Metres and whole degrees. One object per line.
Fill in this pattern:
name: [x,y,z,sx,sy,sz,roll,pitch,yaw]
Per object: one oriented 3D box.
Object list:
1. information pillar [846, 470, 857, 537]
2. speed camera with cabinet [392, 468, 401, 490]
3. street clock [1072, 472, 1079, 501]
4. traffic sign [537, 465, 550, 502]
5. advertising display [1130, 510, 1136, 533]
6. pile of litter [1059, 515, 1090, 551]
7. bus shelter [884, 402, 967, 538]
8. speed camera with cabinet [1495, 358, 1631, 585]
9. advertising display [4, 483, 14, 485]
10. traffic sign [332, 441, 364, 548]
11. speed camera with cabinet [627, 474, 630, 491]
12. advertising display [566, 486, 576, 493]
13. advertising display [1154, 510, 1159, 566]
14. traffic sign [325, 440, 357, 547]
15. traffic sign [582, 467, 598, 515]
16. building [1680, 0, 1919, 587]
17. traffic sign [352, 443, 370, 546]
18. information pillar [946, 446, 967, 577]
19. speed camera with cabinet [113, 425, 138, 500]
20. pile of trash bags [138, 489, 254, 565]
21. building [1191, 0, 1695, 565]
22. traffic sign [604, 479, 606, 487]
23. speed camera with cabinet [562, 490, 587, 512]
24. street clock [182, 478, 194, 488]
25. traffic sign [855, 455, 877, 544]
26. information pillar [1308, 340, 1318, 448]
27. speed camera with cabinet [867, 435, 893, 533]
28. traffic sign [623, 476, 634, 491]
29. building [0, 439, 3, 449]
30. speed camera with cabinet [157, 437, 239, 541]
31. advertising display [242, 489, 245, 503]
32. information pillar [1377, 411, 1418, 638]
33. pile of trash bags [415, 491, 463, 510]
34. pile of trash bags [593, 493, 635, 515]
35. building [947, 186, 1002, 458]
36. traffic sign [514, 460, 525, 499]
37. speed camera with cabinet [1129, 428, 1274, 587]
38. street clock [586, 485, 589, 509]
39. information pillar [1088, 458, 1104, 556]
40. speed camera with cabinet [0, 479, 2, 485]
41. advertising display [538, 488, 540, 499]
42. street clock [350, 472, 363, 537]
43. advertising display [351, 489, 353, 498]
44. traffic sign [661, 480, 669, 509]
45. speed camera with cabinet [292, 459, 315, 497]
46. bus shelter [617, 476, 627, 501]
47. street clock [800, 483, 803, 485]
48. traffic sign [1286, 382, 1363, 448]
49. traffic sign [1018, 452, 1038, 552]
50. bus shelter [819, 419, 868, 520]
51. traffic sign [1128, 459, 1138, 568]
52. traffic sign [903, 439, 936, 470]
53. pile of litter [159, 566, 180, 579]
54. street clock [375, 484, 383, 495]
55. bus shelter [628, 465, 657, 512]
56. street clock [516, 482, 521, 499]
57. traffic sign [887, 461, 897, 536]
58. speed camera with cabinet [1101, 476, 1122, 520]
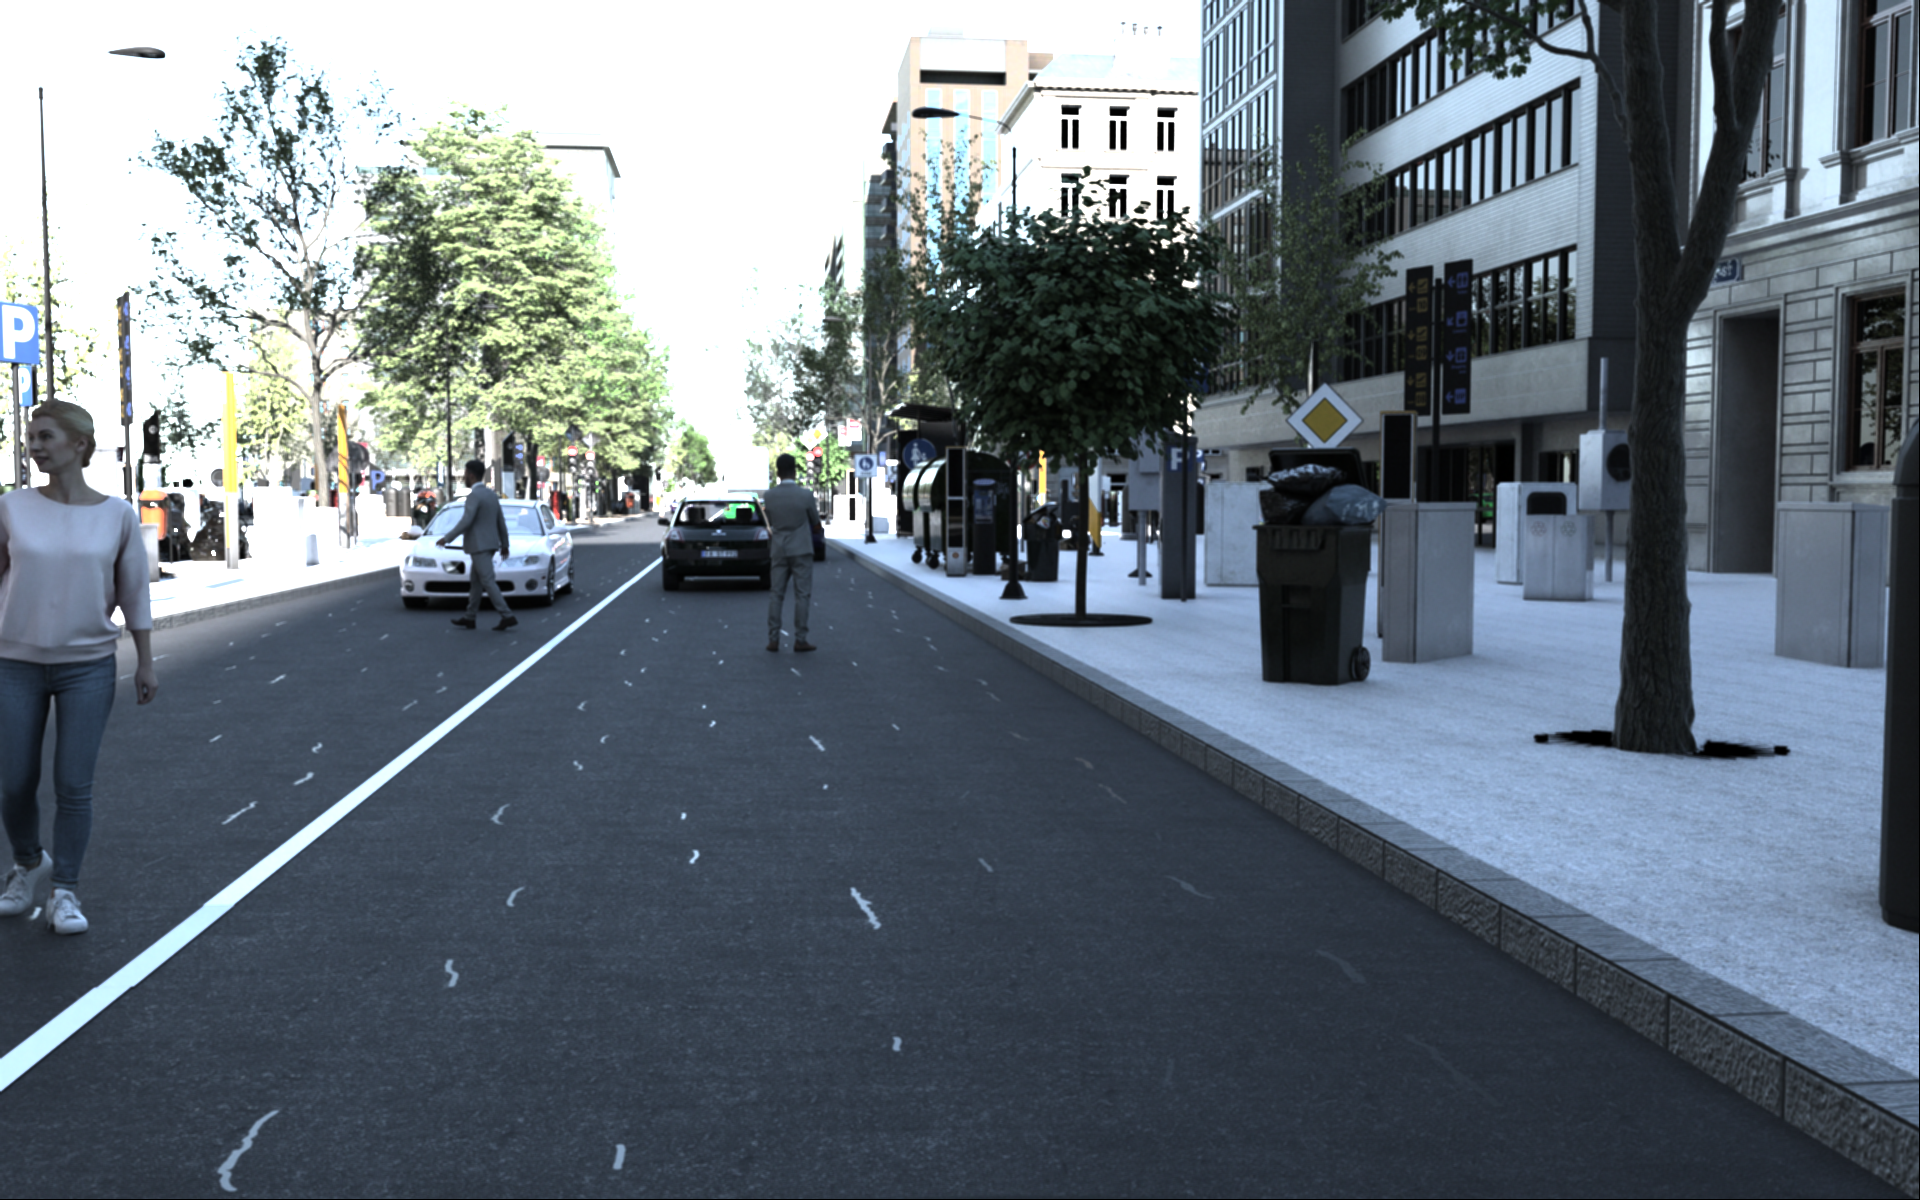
information pillar: [-3.275,-2.933,52.441,0.304,2.012,0.304,-1,4,-10]
speed camera with cabinet: [-42.648,-8.377,131.293,0.660,3.252,2.038,-1,4,-22]
street clock: [3.886,-3.253,57.750,0.358,2.002,0.471,-1,4,-9]
traffic sign: [-18.357,-4.640,75.977,0.768,2.556,0.104,0,4,2]
advertising display: [5.489,-2.842,51.685,0.974,1.923,0.123,-2,4,-32]
pile of litter: [2.477,-1.583,39.847,1.176,0.858,1.719,1,4,19]
bus shelter: [-0.964,-3.445,47.615,1.731,3.624,6.357,0,4,-7]
speed camera with cabinet: [8.739,-1.865,24.831,2.038,3.252,0.660,-1,4,-17]
advertising display: [-52.753,-5.584,96.504,0.974,1.923,0.123,0,4,6]
traffic sign: [-14.646,-2.529,41.458,0.768,2.556,0.104,0,4,1]
speed camera with cabinet: [-25.311,-8.478,132.950,0.660,3.252,2.038,0,4,-2]
advertising display: [-32.224,-8.463,143.580,0.123,1.923,0.974,3,5,43]
advertising display: [3.580,-1.560,30.724,0.123,1.923,0.974,0,4,2]
traffic sign: [-15.039,-2.565,41.935,0.884,2.594,0.081,0,4,-3]
traffic sign: [-17.113,-4.894,80.125,0.768,2.556,0.104,0,4,-6]
building: [18.295,-11.199,19.265,11.583,22.565,21.152,0,4,-7]
traffic sign: [-15.021,-2.620,42.948,0.768,2.556,0.104,0,4,-5]
information pillar: [-0.052,-1.368,26.864,0.304,2.012,0.304,0,4,6]
speed camera with cabinet: [-23.942,-3.328,48.747,0.660,3.252,2.038,0,4,4]
pile of trash bags: [-14.695,-1.405,32.728,1.912,1.369,3.447,0,4,-7]
building: [16.672,-13.862,45.718,14.314,24.678,30.058,0,4,-7]
traffic sign: [-27.693,-8.341,136.483,0.768,2.556,0.104,0,4,-6]
speed camera with cabinet: [-27.521,-7.861,122.866,2.038,3.252,0.660,-2,4,-32]
street clock: [-34.890,-4.509,78.288,0.471,2.002,0.358,-2,4,-32]
traffic sign: [-2.406,-2.585,44.393,0.606,2.300,0.079,0,4,-6]
information pillar: [5.419,-2.158,26.645,0.183,3.616,0.504,0,4,4]
speed camera with cabinet: [-2.724,-3.854,57.351,0.660,3.252,2.038,-1,4,-10]
traffic sign: [-22.825,-7.291,119.310,0.768,2.556,0.104,0,4,-2]
building: [-42.959,-23.611,40.657,28.867,44.769,22.147,0,4,-7]
speed camera with cabinet: [-20.937,-3.254,47.535,2.038,3.252,0.660,0,4,-6]
advertising display: [-54.805,-7.776,132.345,0.123,1.923,0.974,-2,4,-29]
information pillar: [3.904,-0.671,15.457,0.304,2.012,0.304,1,4,19]
pile of trash bags: [-15.409,-2.662,53.269,1.912,1.369,3.447,2,4,25]
pile of trash bags: [-20.999,-5.899,106.196,1.912,1.369,3.447,-3,5,-44]
building: [5.331,-15.701,111.469,10.420,20.320,16.860,0,4,-7]
traffic sign: [-16.746,-3.981,65.200,0.768,2.556,0.104,0,4,0]
speed camera with cabinet: [3.418,-1.829,24.242,2.038,3.252,0.660,1,4,15]
street clock: [-31.258,-8.608,145.309,0.358,2.002,0.471,2,4,31]
information pillar: [2.806,-2.740,36.147,0.183,3.616,0.504,-2,4,-27]
speed camera with cabinet: [-54.253,-6.316,97.603,0.660,3.252,2.038,-2,4,-33]
advertising display: [-34.179,-8.213,139.503,0.974,1.923,0.123,2,4,34]
street clock: [-18.147,-2.895,51.896,0.471,2.002,0.358,0,4,6]
advertising display: [-47.470,-7.950,135.197,0.974,1.923,0.123,2,4,33]
traffic sign: [-25.770,-9.244,151.250,0.768,2.556,0.104,0,4,1]
speed camera with cabinet: [-36.640,-6.251,96.547,0.660,3.252,2.038,0,4,5]
bus shelter: [-27.085,-9.034,141.625,2.014,3.302,5.546,0,4,-7]
street clock: [-8.502,-5.389,92.675,0.358,2.002,0.471,1,4,12]
traffic sign: [3.749,-1.021,17.885,0.795,2.450,0.064,0,4,1]
traffic sign: [1.379,-2.328,38.171,0.768,2.556,0.104,0,4,-4]
bus shelter: [-6.040,-6.863,89.836,2.179,5.291,8.768,0,4,-7]
traffic sign: [2.944,-1.725,28.305,0.768,2.556,0.104,0,4,2]
traffic sign: [-0.929,-2.432,39.869,0.768,2.556,0.104,0,4,-1]
pile of litter: [-12.733,-0.772,26.591,1.719,0.858,1.176,3,5,43]
street clock: [-42.205,-7.416,125.827,0.471,2.002,0.358,1,4,12]
bus shelter: [-23.621,-9.154,127.305,2.179,5.291,8.768,0,4,-7]
street clock: [-26.916,-6.147,105.069,0.471,2.002,0.358,-3,5,-40]
traffic sign: [-1.940,-3.124,53.205,0.606,2.300,0.079,0,4,1]
speed camera with cabinet: [7.547,-5.596,85.824,0.660,3.252,2.038,-3,5,-41]
